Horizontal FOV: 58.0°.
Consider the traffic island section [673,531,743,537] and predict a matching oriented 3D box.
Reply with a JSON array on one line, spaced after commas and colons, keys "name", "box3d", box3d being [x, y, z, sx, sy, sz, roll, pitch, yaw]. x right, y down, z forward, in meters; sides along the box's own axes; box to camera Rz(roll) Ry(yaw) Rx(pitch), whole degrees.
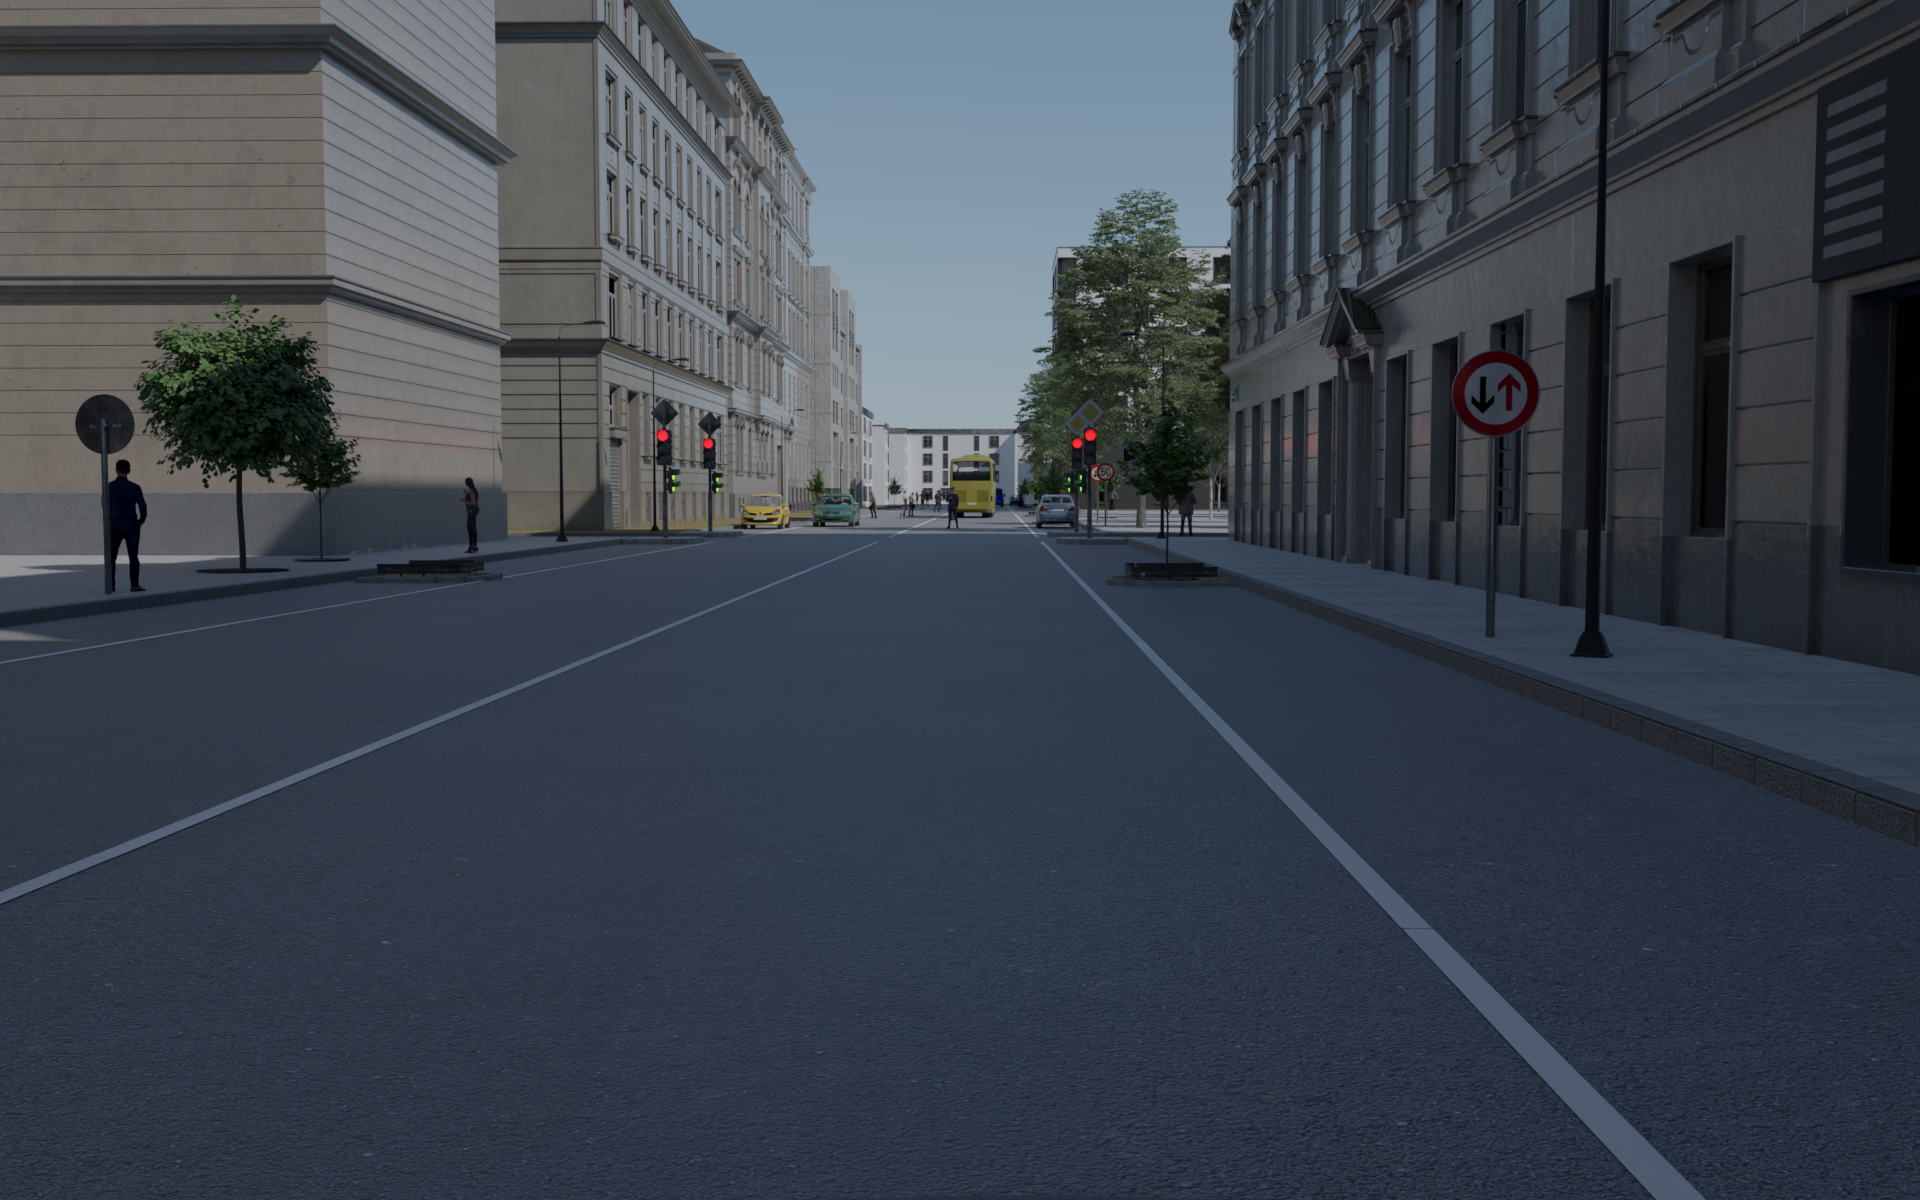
[{"name": "traffic island section", "box3d": [-8.482, -2.228, 58.709, 2.009, 0.180, 2.903, 0, 4, 1]}]

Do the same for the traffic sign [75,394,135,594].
[{"name": "traffic sign", "box3d": [-10.903, -1.345, 22.097, 0.768, 2.556, 0.104, 0, 4, 2]}]

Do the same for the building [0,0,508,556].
[{"name": "building", "box3d": [-23.988, -15.570, 41.953, 23.554, 28.519, 14.401, 0, 4, 1]}]

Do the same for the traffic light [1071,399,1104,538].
[{"name": "traffic light", "box3d": [3.753, -3.738, 50.356, 0.839, 4.213, 0.868, 0, 4, 1]}]

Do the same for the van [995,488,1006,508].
[{"name": "van", "box3d": [3.750, -11.088, 185.676, 2.240, 2.365, 5.245, 0, 4, 2]}]

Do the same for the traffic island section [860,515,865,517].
[{"name": "traffic island section", "box3d": [-7.110, -5.349, 110.319, 1.991, 0.108, 1.994, 0, 4, 1]}]

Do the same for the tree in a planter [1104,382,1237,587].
[{"name": "tree in a planter", "box3d": [3.327, -1.863, 27.684, 1.991, 3.239, 1.994, 0, 4, 1]}]

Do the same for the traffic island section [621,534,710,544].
[{"name": "traffic island section", "box3d": [-8.646, -1.740, 50.726, 2.009, 0.180, 2.903, 0, 4, 1]}]

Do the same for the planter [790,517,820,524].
[{"name": "planter", "box3d": [-7.651, -3.804, 83.342, 1.991, 0.319, 1.994, 0, 4, 1]}]

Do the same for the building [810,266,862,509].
[{"name": "building", "box3d": [-18.085, -17.365, 150.368, 16.747, 18.905, 31.486, 0, 4, 1]}]

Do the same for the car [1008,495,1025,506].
[{"name": "car", "box3d": [6.793, -11.951, 207.977, 1.945, 1.354, 3.894, 0, 3, 0]}]

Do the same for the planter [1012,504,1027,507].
[{"name": "planter", "box3d": [6.609, -10.214, 188.145, 1.991, 0.319, 1.994, 0, 4, 1]}]

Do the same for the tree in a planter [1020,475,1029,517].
[{"name": "tree in a planter", "box3d": [5.011, -6.897, 109.987, 1.991, 3.239, 1.994, 0, 4, 1]}]

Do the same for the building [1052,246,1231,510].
[{"name": "building", "box3d": [22.314, -19.284, 159.269, 27.936, 21.610, 32.646, 0, 4, 1]}]

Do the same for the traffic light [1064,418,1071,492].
[{"name": "traffic light", "box3d": [3.917, -4.226, 58.339, 0.839, 4.213, 0.868, 0, 4, 1]}]

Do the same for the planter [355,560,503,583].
[{"name": "planter", "box3d": [-8.764, -0.476, 28.916, 1.991, 0.319, 1.994, 0, 4, 1]}]

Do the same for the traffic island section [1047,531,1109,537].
[{"name": "traffic island section", "box3d": [3.956, -2.212, 58.451, 2.009, 0.180, 2.903, 0, 4, 1]}]

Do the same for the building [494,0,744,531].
[{"name": "building", "box3d": [-19.406, -14.737, 74.242, 16.112, 22.955, 30.059, 0, 4, 1]}]

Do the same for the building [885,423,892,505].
[{"name": "building", "box3d": [-22.702, -16.081, 205.073, 28.070, 9.664, 9.099, 0, 4, 1]}]

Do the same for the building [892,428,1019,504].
[{"name": "building", "box3d": [-6.809, -17.200, 223.371, 28.070, 9.664, 9.099, 0, 4, 1]}]

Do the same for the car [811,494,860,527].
[{"name": "car", "box3d": [-5.471, -3.985, 76.957, 2.131, 1.459, 4.920, 0, 4, 1]}]

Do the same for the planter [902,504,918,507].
[{"name": "planter", "box3d": [-5.525, -10.183, 187.630, 1.991, 0.319, 1.994, 0, 4, 1]}]

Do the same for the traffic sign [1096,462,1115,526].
[{"name": "traffic sign", "box3d": [5.881, -4.270, 69.913, 0.768, 2.556, 0.104, 1, 4, 10]}]

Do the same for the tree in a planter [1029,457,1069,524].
[{"name": "tree in a planter", "box3d": [4.455, -5.247, 83.015, 1.991, 3.239, 1.994, 0, 4, 1]}]

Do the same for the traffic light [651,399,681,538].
[{"name": "traffic light", "box3d": [-8.606, -3.752, 50.591, 0.839, 4.213, 0.868, 0, 4, 1]}]

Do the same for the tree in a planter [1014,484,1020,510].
[{"name": "tree in a planter", "box3d": [6.060, -10.024, 161.118, 1.991, 3.239, 1.994, 0, 4, 1]}]

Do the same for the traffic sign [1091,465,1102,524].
[{"name": "traffic sign", "box3d": [5.980, -4.590, 75.160, 0.768, 2.556, 0.104, 0, 4, 5]}]

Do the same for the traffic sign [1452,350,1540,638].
[{"name": "traffic sign", "box3d": [4.748, -0.937, 15.434, 0.768, 2.556, 0.104, 0, 4, 4]}]

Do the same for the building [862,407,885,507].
[{"name": "building", "box3d": [-13.522, -14.565, 180.286, 9.099, 9.664, 28.070, 0, 4, 1]}]

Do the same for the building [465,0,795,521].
[{"name": "building", "box3d": [-17.755, -19.181, 101.005, 14.401, 28.519, 23.554, 0, 4, 1]}]

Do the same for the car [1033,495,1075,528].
[{"name": "car", "box3d": [4.113, -3.791, 73.980, 2.014, 1.417, 4.499, 0, 4, 2]}]

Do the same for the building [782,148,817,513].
[{"name": "building", "box3d": [-17.772, -20.613, 122.927, 13.634, 28.700, 20.117, 0, 4, 1]}]

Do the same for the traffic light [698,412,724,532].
[{"name": "traffic light", "box3d": [-8.442, -4.240, 58.575, 0.839, 4.213, 0.868, 0, 4, 1]}]

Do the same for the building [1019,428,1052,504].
[{"name": "building", "box3d": [21.252, -17.156, 222.646, 28.070, 9.664, 9.099, 0, 4, 1]}]

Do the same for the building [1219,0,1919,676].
[{"name": "building", "box3d": [14.942, -15.267, 26.024, 17.030, 29.872, 44.131, 0, 4, 1]}]

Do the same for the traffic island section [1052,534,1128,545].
[{"name": "traffic island section", "box3d": [3.793, -1.724, 50.467, 2.009, 0.180, 2.903, 0, 4, 1]}]

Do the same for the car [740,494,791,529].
[{"name": "car", "box3d": [-8.051, -3.768, 71.838, 2.015, 1.641, 3.980, 0, 4, 1]}]

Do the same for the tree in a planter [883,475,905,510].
[{"name": "tree in a planter", "box3d": [-6.085, -9.980, 160.392, 1.991, 3.239, 1.994, 0, 4, 1]}]
